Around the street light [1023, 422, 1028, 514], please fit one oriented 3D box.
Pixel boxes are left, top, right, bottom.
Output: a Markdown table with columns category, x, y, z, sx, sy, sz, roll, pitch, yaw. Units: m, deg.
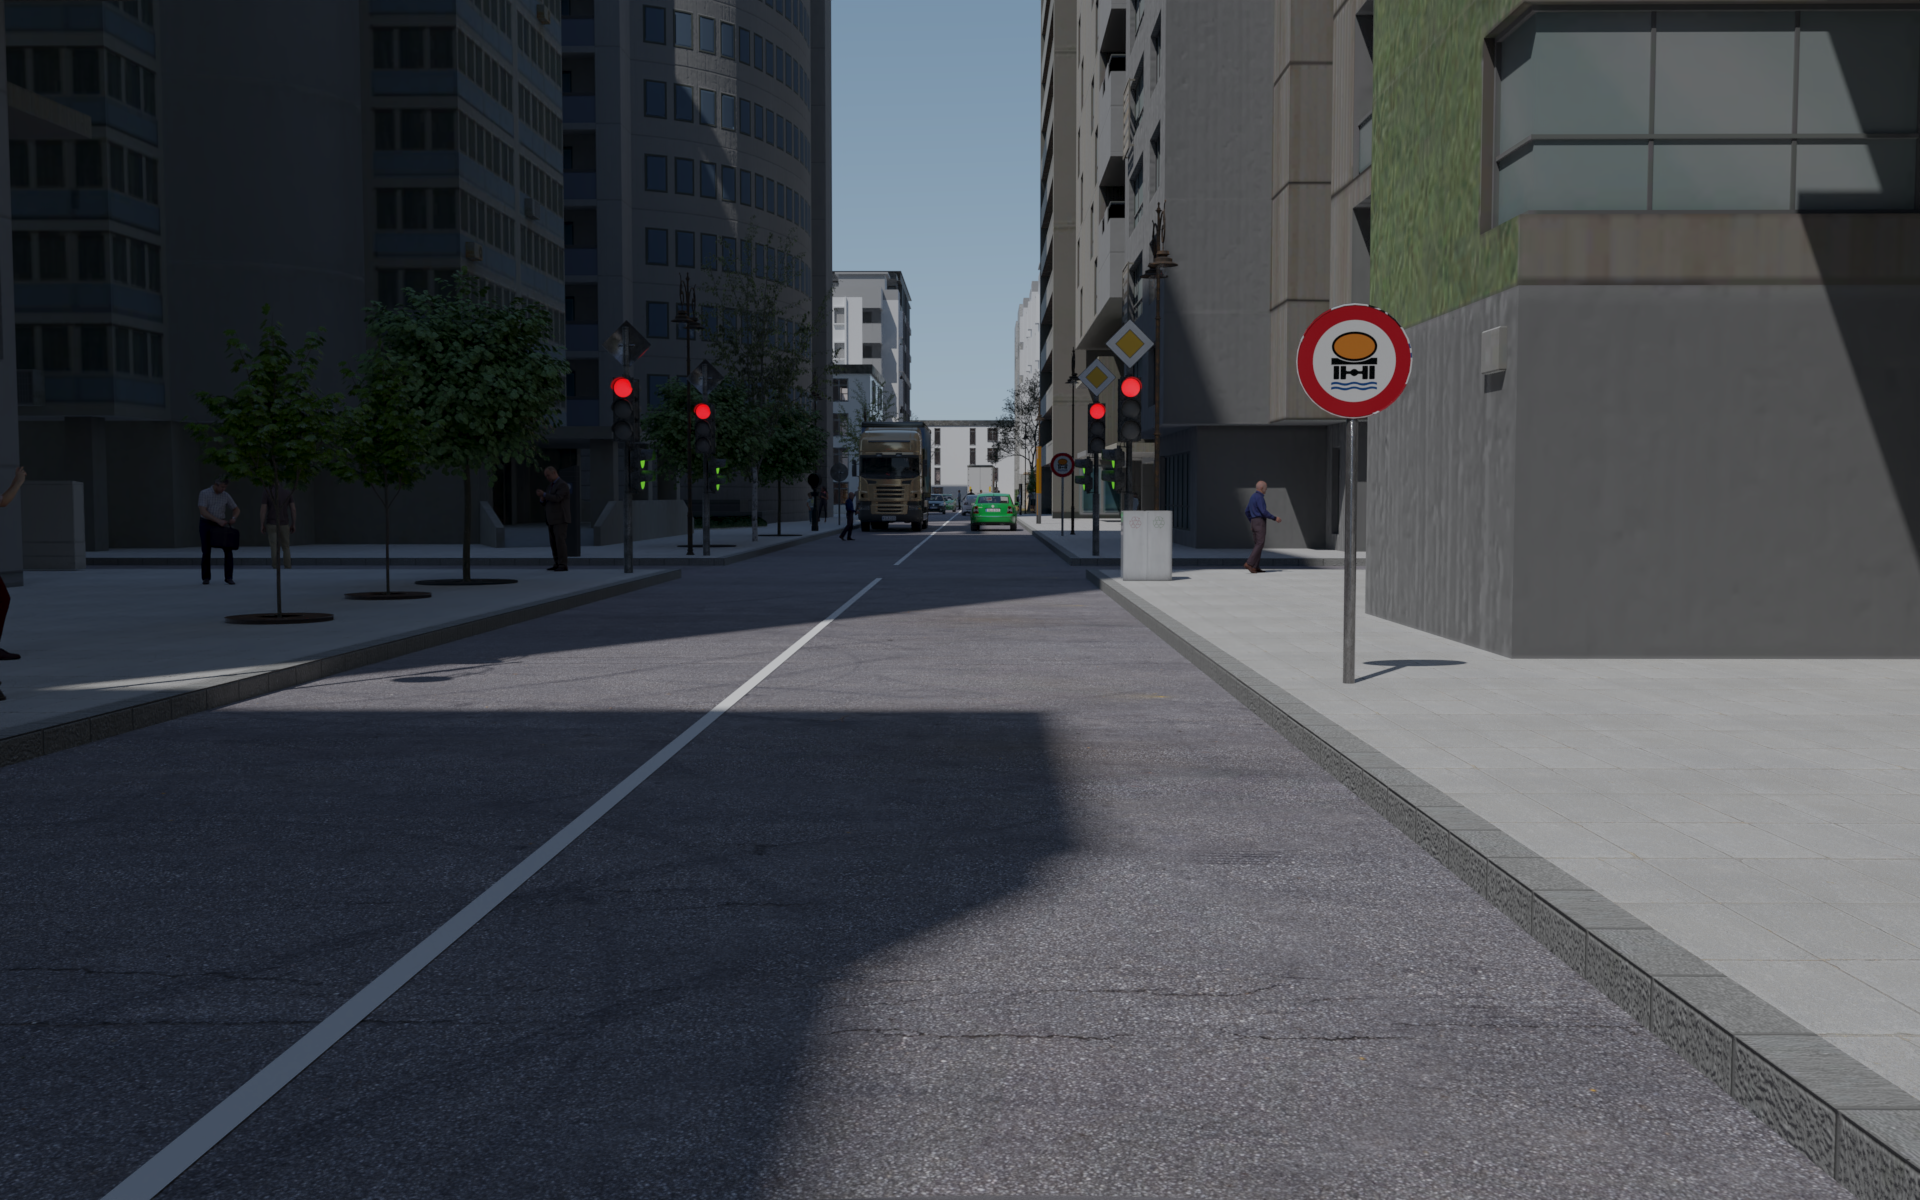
| category | x | y | z | sx | sy | sz | roll | pitch | yaw |
| --- | --- | --- | --- | --- | --- | --- | --- | --- | --- |
| street light | 4.180 | -8.433 | 110.660 | 0.468 | 5.910 | 1.993 | 0 | 4 | 1 |

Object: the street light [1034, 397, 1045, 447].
| category | x | y | z | sx | sy | sz | roll | pitch | yaw |
| --- | --- | --- | --- | --- | --- | --- | --- | --- | --- |
| street light | 3.787 | -6.726 | 82.762 | 0.468 | 5.910 | 1.993 | 0 | 4 | 1 |

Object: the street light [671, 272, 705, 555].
| category | x | y | z | sx | sy | sz | roll | pitch | yaw |
| --- | --- | --- | --- | --- | --- | --- | --- | --- | --- |
| street light | -5.675 | -3.882 | 36.266 | 0.468 | 5.910 | 1.993 | 0 | 4 | 1 |

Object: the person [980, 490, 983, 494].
| category | x | y | z | sx | sy | sz | roll | pitch | yaw |
| --- | --- | --- | --- | --- | --- | --- | --- | --- | --- |
| person | 1.931 | -9.011 | 155.763 | 0.705 | 1.831 | 1.348 | 1 | 4 | 12 |

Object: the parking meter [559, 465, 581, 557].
| category | x | y | z | sx | sy | sz | roll | pitch | yaw |
| --- | --- | --- | --- | --- | --- | --- | --- | --- | --- |
| parking meter | -7.990 | -1.817 | 35.418 | 0.399 | 1.863 | 0.255 | 1 | 4 | 11 |

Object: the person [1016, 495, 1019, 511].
| category | x | y | z | sx | sy | sz | roll | pitch | yaw |
| --- | --- | --- | --- | --- | --- | --- | --- | --- | --- |
| person | 4.629 | -7.665 | 134.598 | 0.421 | 1.427 | 0.697 | 2 | 4 | 33 |

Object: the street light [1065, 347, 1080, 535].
| category | x | y | z | sx | sy | sz | roll | pitch | yaw |
| --- | --- | --- | --- | --- | --- | --- | --- | --- | --- |
| street light | 3.560 | -5.001 | 54.561 | 0.468 | 5.910 | 1.993 | 0 | 4 | 1 |

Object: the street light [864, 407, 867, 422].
| category | x | y | z | sx | sy | sz | roll | pitch | yaw |
| --- | --- | --- | --- | --- | --- | --- | --- | --- | --- |
| street light | -5.033 | -7.295 | 92.066 | 0.468 | 5.910 | 1.993 | 0 | 4 | 1 |

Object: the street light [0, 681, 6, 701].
| category | x | y | z | sx | sy | sz | roll | pitch | yaw |
| --- | --- | --- | --- | --- | --- | --- | --- | --- | --- |
| street light | -6.030 | -2.312 | 10.586 | 0.468 | 5.910 | 1.993 | 0 | 4 | 1 |

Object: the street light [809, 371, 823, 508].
| category | x | y | z | sx | sy | sz | roll | pitch | yaw |
| --- | --- | --- | --- | --- | --- | --- | --- | --- | --- |
| street light | -5.354 | -5.589 | 64.166 | 0.468 | 5.910 | 1.993 | 0 | 4 | 1 |

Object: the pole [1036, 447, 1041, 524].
| category | x | y | z | sx | sy | sz | roll | pitch | yaw |
| --- | --- | --- | --- | --- | --- | --- | --- | --- | --- |
| pole | 3.384 | -4.927 | 74.392 | 0.158 | 3.312 | 0.155 | 0 | 3 | 0 |

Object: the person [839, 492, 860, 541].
| category | x | y | z | sx | sy | sz | roll | pitch | yaw |
| --- | --- | --- | --- | --- | --- | --- | --- | --- | --- |
| person | -3.363 | -2.586 | 53.476 | 0.600 | 1.496 | 0.574 | 1 | 4 | 23 |

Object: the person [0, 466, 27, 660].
| category | x | y | z | sx | sy | sz | roll | pitch | yaw |
| --- | --- | --- | --- | --- | --- | --- | --- | --- | --- |
| person | -7.550 | -0.363 | 13.431 | 0.566 | 1.644 | 0.517 | 0 | 4 | -4 |

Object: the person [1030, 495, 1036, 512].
| category | x | y | z | sx | sy | sz | roll | pitch | yaw |
| --- | --- | --- | --- | --- | --- | --- | --- | --- | --- |
| person | 5.138 | -6.852 | 121.307 | 0.421 | 1.427 | 0.697 | 1 | 4 | 9 |

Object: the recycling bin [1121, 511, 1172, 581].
| category | x | y | z | sx | sy | sz | roll | pitch | yaw |
| --- | --- | --- | --- | --- | --- | --- | --- | --- | --- |
| recycling bin | 2.779 | -0.813 | 25.855 | 0.722 | 1.027 | 0.722 | 0 | 4 | 2 |

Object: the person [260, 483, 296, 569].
| category | x | y | z | sx | sy | sz | roll | pitch | yaw |
| --- | --- | --- | --- | --- | --- | --- | --- | --- | --- |
| person | -11.979 | -1.333 | 30.423 | 0.598 | 1.807 | 0.434 | -2 | 4 | -29 |

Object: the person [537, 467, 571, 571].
| category | x | y | z | sx | sy | sz | roll | pitch | yaw |
| --- | --- | --- | --- | --- | --- | --- | --- | --- | --- |
| person | -6.775 | -1.354 | 28.865 | 0.565 | 1.739 | 0.600 | 2 | 4 | 24 |

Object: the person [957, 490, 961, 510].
| category | x | y | z | sx | sy | sz | roll | pitch | yaw |
| --- | --- | --- | --- | --- | --- | --- | --- | --- | --- |
| person | -0.087 | -9.323 | 160.920 | 0.705 | 1.826 | 1.348 | 1 | 4 | 10 |

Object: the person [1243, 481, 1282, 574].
| category | x | y | z | sx | sy | sz | roll | pitch | yaw |
| --- | --- | --- | --- | --- | --- | --- | --- | --- | --- |
| person | 4.918 | -1.186 | 28.130 | 0.600 | 1.496 | 0.574 | 1 | 4 | 12 |

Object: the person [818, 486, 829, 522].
| category | x | y | z | sx | sy | sz | roll | pitch | yaw |
| --- | --- | --- | --- | --- | --- | --- | --- | --- | --- |
| person | -6.252 | -4.336 | 78.405 | 0.593 | 1.643 | 0.415 | -1 | 4 | -12 |

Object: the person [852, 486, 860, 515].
| category | x | y | z | sx | sy | sz | roll | pitch | yaw |
| --- | --- | --- | --- | --- | --- | --- | --- | --- | --- |
| person | -6.067 | -5.954 | 103.949 | 0.990 | 1.755 | 0.434 | 0 | 4 | 6 |

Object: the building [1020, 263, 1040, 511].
| category | x | y | z | sx | sy | sz | roll | pitch | yaw |
| --- | --- | --- | --- | --- | --- | --- | --- | --- | --- |
| building | 13.133 | -17.783 | 147.176 | 16.016 | 20.091 | 11.380 | 0 | 4 | 1 |

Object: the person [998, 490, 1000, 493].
| category | x | y | z | sx | sy | sz | roll | pitch | yaw |
| --- | --- | --- | --- | --- | --- | --- | --- | --- | --- |
| person | 2.799 | -7.154 | 126.387 | 0.541 | 1.710 | 0.530 | -3 | 5 | -40 |

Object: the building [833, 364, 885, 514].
| category | x | y | z | sx | sy | sz | roll | pitch | yaw |
| --- | --- | --- | --- | --- | --- | --- | --- | --- | --- |
| building | -10.023 | -11.250 | 126.086 | 9.099 | 9.664 | 28.070 | 0 | 4 | 1 |

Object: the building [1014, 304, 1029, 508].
| category | x | y | z | sx | sy | sz | roll | pitch | yaw |
| --- | --- | --- | --- | --- | --- | --- | --- | --- | --- |
| building | 13.995 | -18.540 | 169.592 | 16.747 | 18.905 | 31.486 | 0 | 4 | 1 |

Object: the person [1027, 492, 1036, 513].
| category | x | y | z | sx | sy | sz | roll | pitch | yaw |
| --- | --- | --- | --- | --- | --- | --- | --- | --- | --- |
| person | 5.030 | -6.806 | 118.103 | 1.217 | 1.735 | 0.721 | -3 | 4 | -36 |

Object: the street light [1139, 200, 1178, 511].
| category | x | y | z | sx | sy | sz | roll | pitch | yaw |
| --- | --- | --- | --- | --- | --- | --- | --- | --- | --- |
| street light | 3.145 | -3.351 | 27.580 | 0.468 | 5.910 | 1.993 | 0 | 4 | 1 |

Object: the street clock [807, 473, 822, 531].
| category | x | y | z | sx | sy | sz | roll | pitch | yaw |
| --- | --- | --- | --- | --- | --- | --- | --- | --- | --- |
| street clock | -5.022 | -3.385 | 59.921 | 0.471 | 2.002 | 0.358 | 2 | 4 | 24 |

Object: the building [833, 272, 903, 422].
| category | x | y | z | sx | sy | sz | roll | pitch | yaw |
| --- | --- | --- | --- | --- | --- | --- | --- | --- | --- |
| building | -12.752 | -17.691 | 145.667 | 16.016 | 20.091 | 11.380 | 0 | 4 | 1 |

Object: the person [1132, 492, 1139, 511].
| category | x | y | z | sx | sy | sz | roll | pitch | yaw |
| --- | --- | --- | --- | --- | --- | --- | --- | --- | --- |
| person | 5.113 | -2.530 | 51.313 | 0.340 | 1.345 | 0.435 | 1 | 4 | 8 |

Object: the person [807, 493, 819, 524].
| category | x | y | z | sx | sy | sz | roll | pitch | yaw |
| --- | --- | --- | --- | --- | --- | --- | --- | --- | --- |
| person | -6.260 | -3.895 | 73.632 | 0.435 | 1.345 | 0.340 | -3 | 5 | -44 |

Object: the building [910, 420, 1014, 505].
| category | x | y | z | sx | sy | sz | roll | pitch | yaw |
| --- | --- | --- | --- | --- | --- | --- | --- | --- | --- |
| building | 6.454 | -15.818 | 200.770 | 28.070 | 9.664 | 9.099 | 0 | 4 | 1 |

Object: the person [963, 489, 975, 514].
| category | x | y | z | sx | sy | sz | roll | pitch | yaw |
| --- | --- | --- | --- | --- | --- | --- | --- | --- | --- |
| person | 0.806 | -7.143 | 125.427 | 1.348 | 1.807 | 0.705 | 0 | 4 | 4 |

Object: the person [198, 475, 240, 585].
| category | x | y | z | sx | sy | sz | roll | pitch | yaw |
| --- | --- | --- | --- | --- | --- | --- | --- | --- | --- |
| person | -10.493 | -0.998 | 24.570 | 0.590 | 1.554 | 0.614 | 3 | 5 | 42 |
